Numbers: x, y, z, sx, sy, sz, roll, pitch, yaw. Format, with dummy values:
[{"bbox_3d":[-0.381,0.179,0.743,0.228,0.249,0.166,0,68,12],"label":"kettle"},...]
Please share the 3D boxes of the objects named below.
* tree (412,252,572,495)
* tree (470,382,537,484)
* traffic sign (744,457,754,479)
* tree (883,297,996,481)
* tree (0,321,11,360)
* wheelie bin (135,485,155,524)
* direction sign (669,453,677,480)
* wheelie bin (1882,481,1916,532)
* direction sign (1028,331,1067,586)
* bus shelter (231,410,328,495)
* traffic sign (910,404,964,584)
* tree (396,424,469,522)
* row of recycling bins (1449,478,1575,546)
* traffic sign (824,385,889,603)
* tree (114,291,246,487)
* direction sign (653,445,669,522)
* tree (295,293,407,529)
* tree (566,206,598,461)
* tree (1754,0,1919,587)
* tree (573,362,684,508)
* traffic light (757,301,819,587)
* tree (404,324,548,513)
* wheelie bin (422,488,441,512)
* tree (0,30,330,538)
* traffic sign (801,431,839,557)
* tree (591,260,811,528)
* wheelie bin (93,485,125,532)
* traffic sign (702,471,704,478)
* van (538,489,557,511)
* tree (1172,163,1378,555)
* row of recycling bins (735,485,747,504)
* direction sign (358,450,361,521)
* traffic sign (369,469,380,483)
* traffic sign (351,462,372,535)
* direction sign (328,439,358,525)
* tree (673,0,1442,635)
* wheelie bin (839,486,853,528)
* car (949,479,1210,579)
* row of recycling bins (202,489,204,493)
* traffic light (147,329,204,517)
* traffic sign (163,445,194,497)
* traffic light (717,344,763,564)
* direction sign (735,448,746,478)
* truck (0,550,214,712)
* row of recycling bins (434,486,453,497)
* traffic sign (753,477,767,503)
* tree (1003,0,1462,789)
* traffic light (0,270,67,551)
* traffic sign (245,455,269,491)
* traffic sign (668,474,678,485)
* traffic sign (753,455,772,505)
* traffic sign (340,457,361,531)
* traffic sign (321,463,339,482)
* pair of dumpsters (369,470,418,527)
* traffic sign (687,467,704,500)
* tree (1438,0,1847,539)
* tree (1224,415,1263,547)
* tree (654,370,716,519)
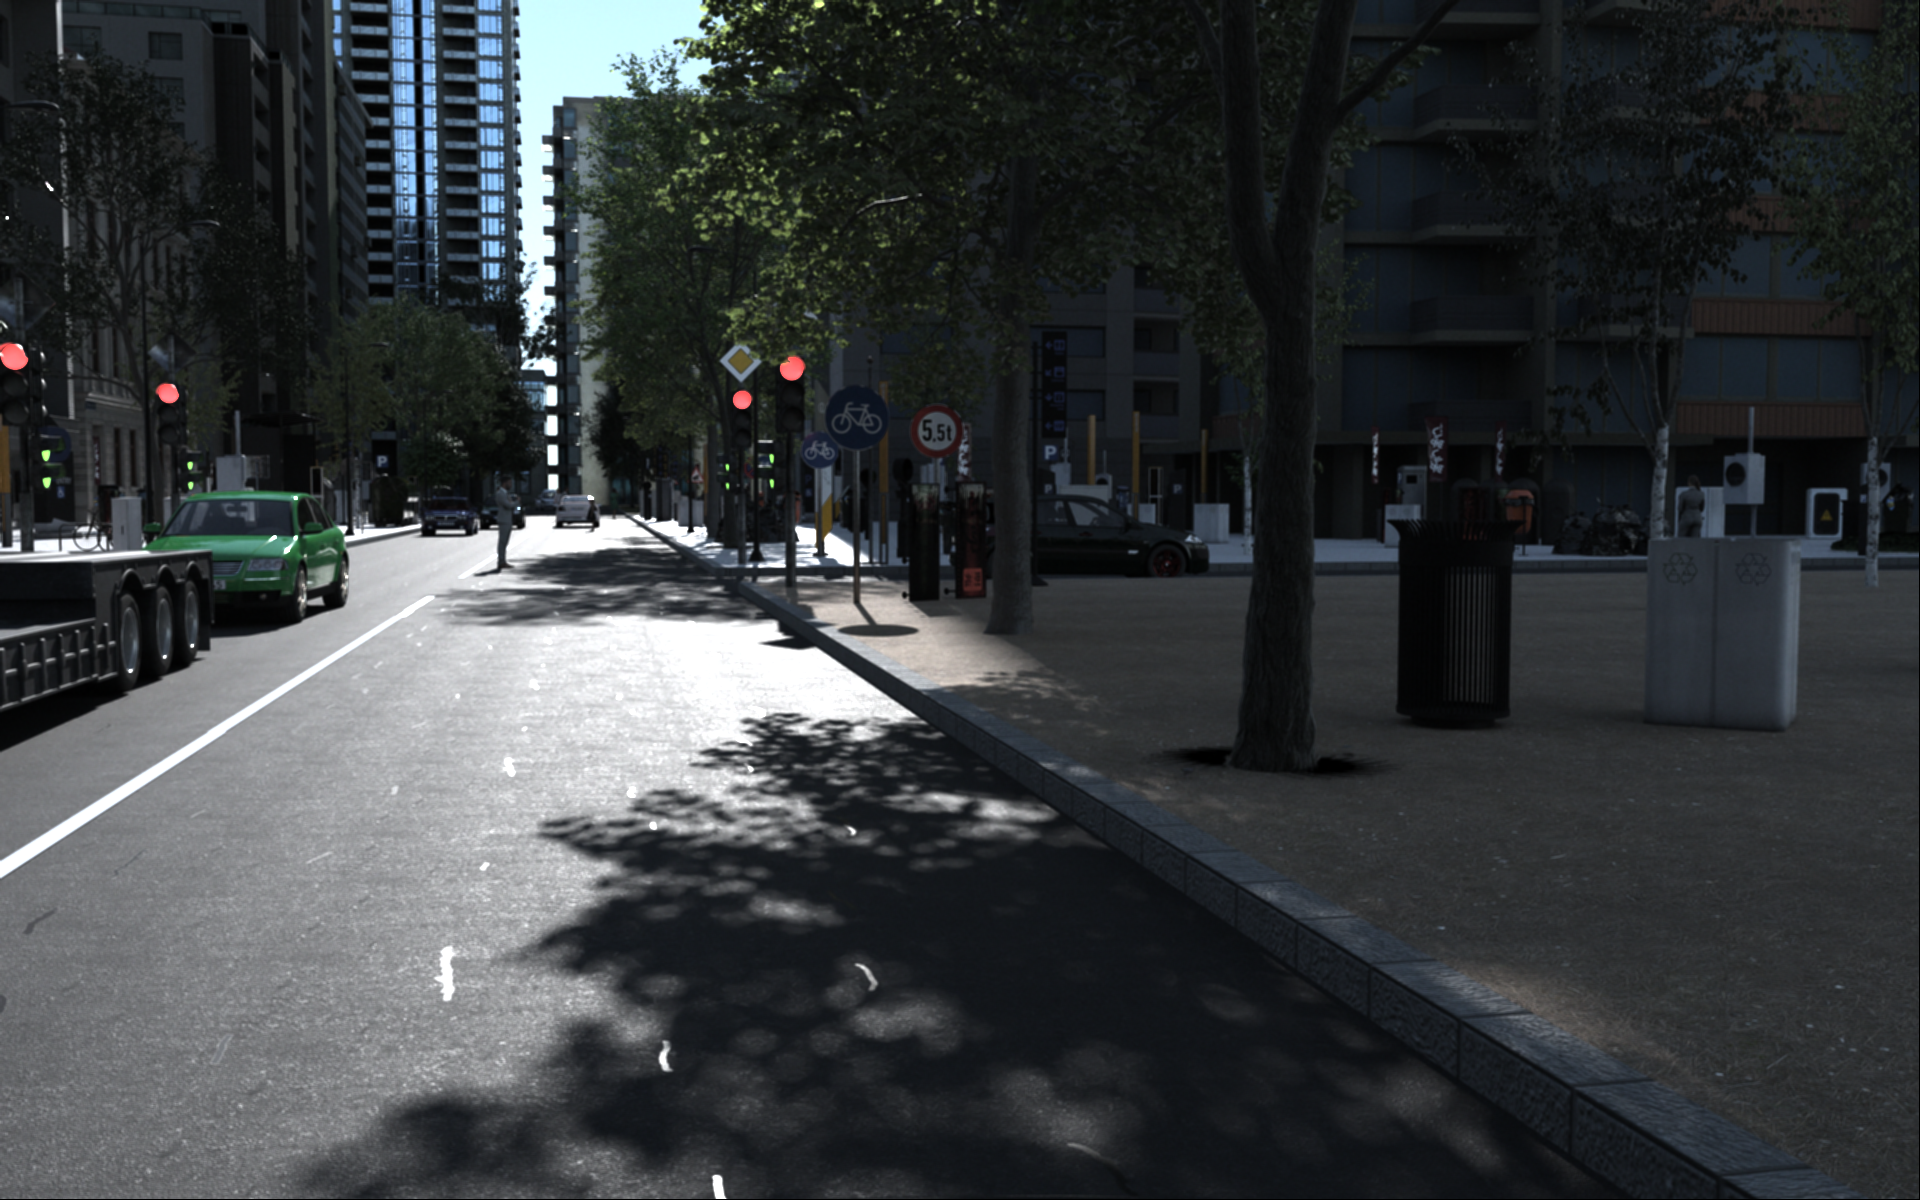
[{"bbox_3d":[-34.667,-16.977,133.464,12.611,20.169,13.585,0,3,0],"label":"tree"},{"bbox_3d":[-43.173,-14.919,162.059,7.486,12.596,7.792,0,3,0],"label":"tree"},{"bbox_3d":[-6.946,-3.580,58.644,0.768,2.556,0.104,0,4,-4],"label":"traffic sign"},{"bbox_3d":[-0.844,-6.770,61.055,4.737,8.622,4.395,0,3,0],"label":"tree"},{"bbox_3d":[-11.425,-2.067,17.510,4.285,4.588,4.351,0,3,0],"label":"tree"},{"bbox_3d":[-28.587,-3.242,60.918,0.693,1.594,0.980,-3,4,-37],"label":"wheelie bin"},{"bbox_3d":[-15.936,-6.301,95.017,0.876,3.537,0.379,0,4,7],"label":"direction sign"},{"bbox_3d":[23.119,-2.126,42.665,0.693,1.594,0.980,2,4,34],"label":"wheelie bin"},{"bbox_3d":[1.047,-1.968,24.170,0.876,3.537,0.379,0,4,-1],"label":"direction sign"},{"bbox_3d":[-20.054,-3.670,51.290,1.731,3.624,6.357,-1,4,-12],"label":"bus shelter"},{"bbox_3d":[-0.326,-1.496,24.562,0.768,2.556,0.104,0,4,-3],"label":"traffic sign"},{"bbox_3d":[-24.731,-5.970,81.319,4.285,4.588,4.351,0,3,0],"label":"tree"},{"bbox_3d":[14.072,-2.276,44.322,1.069,1.692,3.534,-3,5,-39],"label":"row of recycling bins"},{"bbox_3d":[-1.214,-1.237,20.324,0.768,2.556,0.104,-1,4,-11],"label":"traffic sign"},{"bbox_3d":[-28.826,-6.952,64.031,4.737,8.622,4.395,0,3,0],"label":"tree"},{"bbox_3d":[-13.924,-5.370,79.791,0.379,3.537,0.876,-3,4,-38],"label":"direction sign"},{"bbox_3d":[-22.268,-6.928,63.636,4.737,8.622,4.395,0,3,0],"label":"tree"},{"bbox_3d":[-7.577,-8.071,50.088,7.486,12.596,7.792,0,3,0],"label":"tree"},{"bbox_3d":[12.670,-4.473,23.494,4.737,8.622,4.395,0,3,0],"label":"tree"},{"bbox_3d":[-30.160,-15.177,158.508,12.009,13.543,11.850,0,3,0],"label":"tree"},{"bbox_3d":[-2.352,-2.132,23.779,0.839,4.253,0.868,-1,4,-12],"label":"traffic light"},{"bbox_3d":[-32.810,-12.261,117.482,9.611,12.733,9.660,0,3,0],"label":"tree"},{"bbox_3d":[-26.475,-4.824,86.772,0.980,1.594,0.693,2,4,29],"label":"wheelie bin"},{"bbox_3d":[-16.542,-6.168,35.253,7.601,10.594,8.767,2,4,26],"label":"tree"},{"bbox_3d":[-2.844,-2.144,35.164,0.768,2.556,0.104,0,4,-4],"label":"traffic sign"},{"bbox_3d":[-9.117,-7.986,64.985,7.601,10.594,8.767,-2,4,-24],"label":"tree"},{"bbox_3d":[-29.104,-3.143,59.297,0.980,1.594,0.693,-2,4,-31],"label":"wheelie bin"},{"bbox_3d":[-11.904,-5.053,82.722,0.768,2.556,0.104,0,4,-6],"label":"traffic sign"},{"bbox_3d":[-35.079,-8.644,148.341,2.013,2.044,4.112,-1,4,-13],"label":"van"},{"bbox_3d":[6.157,-5.236,35.965,4.737,8.622,4.395,0,3,0],"label":"tree"},{"bbox_3d":[-10.413,-4.526,81.110,1.069,1.692,3.534,-1,4,-11],"label":"row of recycling bins"},{"bbox_3d":[-28.289,-5.454,81.172,0.379,3.537,0.876,-2,4,-34],"label":"direction sign"},{"bbox_3d":[-27.271,-4.857,80.590,0.795,2.450,0.064,0,4,-4],"label":"traffic sign"},{"bbox_3d":[-18.894,-3.215,54.702,0.606,2.300,0.079,-1,4,-11],"label":"traffic sign"},{"bbox_3d":[-25.566,-4.878,71.759,0.876,3.537,0.379,-2,4,-30],"label":"direction sign"},{"bbox_3d":[0.830,-5.977,15.848,7.486,12.596,7.792,0,3,0],"label":"tree"},{"bbox_3d":[-4.203,-3.526,65.554,0.693,1.594,0.980,-1,4,-14],"label":"wheelie bin"},{"bbox_3d":[1.920,-1.113,27.981,4.222,1.686,2.009,-1,4,-11],"label":"car"},{"bbox_3d":[-43.182,-5.350,94.587,3.534,1.692,1.069,-1,4,-21],"label":"row of recycling bins"},{"bbox_3d":[-13.408,-2.487,29.591,0.839,4.253,0.868,-1,4,-12],"label":"traffic light"},{"bbox_3d":[-19.784,-2.679,43.901,0.768,2.556,0.104,0,4,-6],"label":"traffic sign"},{"bbox_3d":[-4.008,-2.610,31.591,0.839,4.253,0.868,-1,4,-12],"label":"traffic light"},{"bbox_3d":[-10.882,-5.742,85.876,0.379,3.537,0.876,-3,5,-43],"label":"direction sign"},{"bbox_3d":[-5.663,-0.977,5.733,2.967,4.110,18.799,-1,4,-13],"label":"truck"},{"bbox_3d":[-28.358,-5.353,94.632,1.069,1.692,3.534,-2,4,-26],"label":"row of recycling bins"},{"bbox_3d":[-6.513,-3.559,58.201,0.884,2.594,0.081,0,4,-8],"label":"traffic sign"},{"bbox_3d":[1.446,-5.009,7.648,9.928,11.665,9.643,0,3,0],"label":"tree"},{"bbox_3d":[-11.752,-2.010,21.778,0.839,4.253,0.868,-1,4,-12],"label":"traffic light"},{"bbox_3d":[-18.613,-2.676,45.883,0.606,2.300,0.079,0,4,-4],"label":"traffic sign"},{"bbox_3d":[-16.174,-5.925,96.871,0.884,2.594,0.081,0,4,-6],"label":"traffic sign"},{"bbox_3d":[-6.446,-3.491,57.191,0.768,2.556,0.104,-1,4,-10],"label":"traffic sign"},{"bbox_3d":[-20.748,-3.606,59.071,0.768,2.556,0.104,0,4,-6],"label":"traffic sign"},{"bbox_3d":[-25.587,-4.291,70.267,0.768,2.556,0.104,0,4,-3],"label":"traffic sign"},{"bbox_3d":[-22.494,-4.053,68.765,1.574,2.255,4.437,-1,4,-12],"label":"pair of dumpsters"},{"bbox_3d":[-12.426,-4.994,81.663,0.884,2.594,0.081,0,4,-4],"label":"traffic sign"},{"bbox_3d":[7.691,-4.211,19.213,4.360,8.622,3.978,0,3,0],"label":"tree"},{"bbox_3d":[7.440,-2.932,42.532,1.663,3.219,1.824,0,3,0],"label":"tree"},{"bbox_3d":[-14.584,-8.465,88.762,4.737,8.622,4.395,0,3,0],"label":"tree"}]
